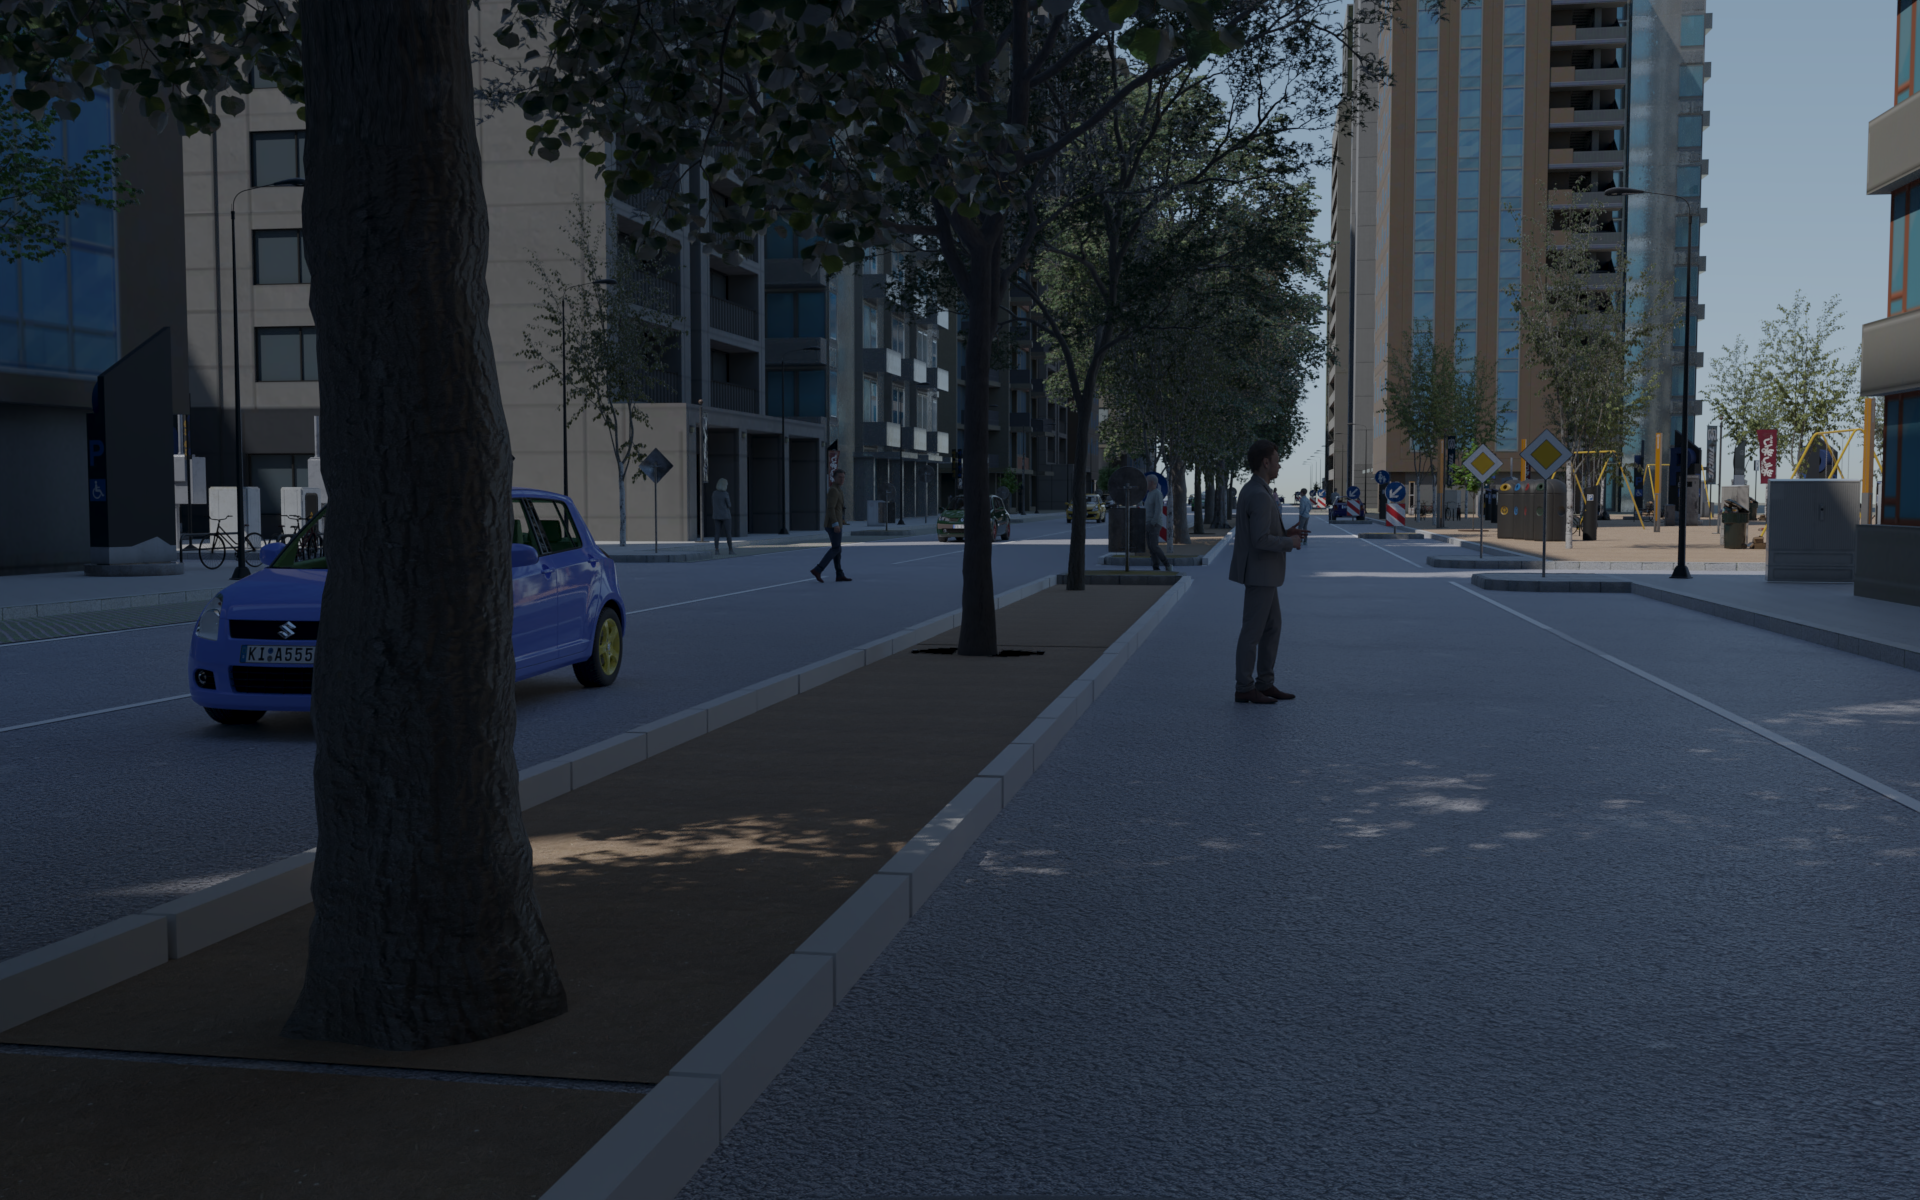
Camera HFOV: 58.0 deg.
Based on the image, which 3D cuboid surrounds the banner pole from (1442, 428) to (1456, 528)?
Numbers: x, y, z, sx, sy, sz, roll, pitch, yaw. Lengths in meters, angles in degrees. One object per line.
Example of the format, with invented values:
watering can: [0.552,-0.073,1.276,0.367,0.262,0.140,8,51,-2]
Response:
banner pole: [18.487,-4.621,65.576,0.401,3.779,0.863,-1,4,-22]

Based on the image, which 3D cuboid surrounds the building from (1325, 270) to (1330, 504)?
building: [53.967,-27.535,221.895,14.160,30.474,14.107,1,4,10]

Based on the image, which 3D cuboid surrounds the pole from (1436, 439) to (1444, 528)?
pole: [17.931,-4.333,64.682,0.158,3.312,0.155,0,3,0]

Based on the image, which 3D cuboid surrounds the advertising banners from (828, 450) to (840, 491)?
advertising banners: [-5.709,-4.455,69.032,2.074,3.025,0.090,-2,4,-28]

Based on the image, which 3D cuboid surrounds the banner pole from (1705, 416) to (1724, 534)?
banner pole: [24.274,-4.017,55.702,0.863,3.779,0.401,-2,4,-25]

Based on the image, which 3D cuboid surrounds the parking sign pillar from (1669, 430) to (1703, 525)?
parking sign pillar: [30.164,-5.111,72.043,1.447,3.967,1.447,-2,4,-26]

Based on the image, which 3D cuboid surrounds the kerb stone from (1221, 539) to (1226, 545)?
kerb stone: [6.977,-1.475,46.306,0.120,0.150,1.000,1,4,10]

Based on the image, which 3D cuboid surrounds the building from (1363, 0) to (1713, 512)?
building: [44.498,-31.568,135.748,23.786,49.044,30.456,1,4,10]

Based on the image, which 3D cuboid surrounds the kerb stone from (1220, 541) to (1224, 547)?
kerb stone: [6.619,-1.351,44.293,0.120,0.150,1.000,1,4,10]

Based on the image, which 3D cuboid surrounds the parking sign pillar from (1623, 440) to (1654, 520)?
parking sign pillar: [33.712,-5.964,85.981,1.447,3.967,1.447,1,4,21]

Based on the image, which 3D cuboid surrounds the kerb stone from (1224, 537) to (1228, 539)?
kerb stone: [7.341,-1.596,48.321,0.120,0.150,1.000,1,4,10]

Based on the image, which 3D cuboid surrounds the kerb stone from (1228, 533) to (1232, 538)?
kerb stone: [8.237,-1.906,53.355,0.120,0.150,1.000,1,4,10]

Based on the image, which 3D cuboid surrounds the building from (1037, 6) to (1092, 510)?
building: [0.971,-43.586,150.891,20.563,71.187,20.611,1,4,10]

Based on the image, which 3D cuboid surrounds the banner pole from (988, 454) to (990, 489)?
banner pole: [1.300,-6.477,95.921,0.863,3.779,0.401,-3,4,-37]

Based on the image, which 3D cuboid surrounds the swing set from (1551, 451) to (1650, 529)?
swing set: [23.039,-4.045,63.759,2.862,2.851,3.119,-1,4,-16]

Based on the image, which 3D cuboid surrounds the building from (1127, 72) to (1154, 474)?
building: [15.066,-42.570,238.024,21.231,58.520,28.212,1,4,10]

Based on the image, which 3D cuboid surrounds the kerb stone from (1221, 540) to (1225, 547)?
kerb stone: [6.798,-1.410,45.300,0.120,0.150,1.000,1,4,10]

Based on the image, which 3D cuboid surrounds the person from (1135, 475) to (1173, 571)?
person: [3.352,-1.281,29.933,0.515,1.767,0.782,-1,4,-13]

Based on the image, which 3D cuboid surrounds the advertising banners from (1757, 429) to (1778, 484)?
advertising banners: [22.317,-3.056,46.155,2.074,3.025,0.090,2,4,30]

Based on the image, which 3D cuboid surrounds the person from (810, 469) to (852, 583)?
person: [-2.056,-1.207,28.138,0.836,1.842,0.656,-3,4,-37]

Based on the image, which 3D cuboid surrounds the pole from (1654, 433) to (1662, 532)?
pole: [23.343,-3.919,57.917,0.158,3.312,0.155,0,3,0]

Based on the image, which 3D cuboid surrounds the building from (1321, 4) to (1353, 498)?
building: [63.751,-49.754,251.721,20.563,71.187,20.611,1,4,10]

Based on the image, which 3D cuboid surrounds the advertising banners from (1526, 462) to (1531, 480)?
advertising banners: [30.658,-5.830,91.509,2.074,3.025,0.090,3,4,37]

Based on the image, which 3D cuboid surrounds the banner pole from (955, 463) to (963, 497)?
banner pole: [-0.088,-7.480,112.309,0.863,3.779,0.401,-3,5,-43]

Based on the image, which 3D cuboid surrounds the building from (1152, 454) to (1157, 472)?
building: [22.129,-37.231,258.833,14.600,45.320,14.200,1,4,10]

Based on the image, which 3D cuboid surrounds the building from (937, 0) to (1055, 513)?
building: [-4.907,-28.932,127.660,22.147,44.769,28.867,1,4,10]

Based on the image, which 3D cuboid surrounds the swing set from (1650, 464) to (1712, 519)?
swing set: [37.403,-5.713,91.027,3.119,2.851,2.862,0,4,-1]

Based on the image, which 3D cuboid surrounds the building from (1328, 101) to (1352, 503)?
building: [54.613,-35.439,203.128,21.300,48.544,21.600,1,4,10]

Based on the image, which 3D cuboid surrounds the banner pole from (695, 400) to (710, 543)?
banner pole: [-6.827,-3.434,46.169,0.401,3.779,0.863,0,4,7]

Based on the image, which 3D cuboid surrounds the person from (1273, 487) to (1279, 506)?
person: [18.278,-5.611,100.250,0.388,1.821,0.555,2,4,32]

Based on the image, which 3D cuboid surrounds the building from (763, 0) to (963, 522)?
building: [-13.011,-28.809,90.641,23.786,49.044,30.456,1,4,10]

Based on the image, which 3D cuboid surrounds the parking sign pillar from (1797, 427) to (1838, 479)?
parking sign pillar: [33.702,-4.916,68.854,1.447,3.967,1.447,-3,5,-45]

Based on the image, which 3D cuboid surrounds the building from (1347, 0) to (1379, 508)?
building: [48.005,-38.115,165.181,21.231,58.520,28.212,1,4,10]

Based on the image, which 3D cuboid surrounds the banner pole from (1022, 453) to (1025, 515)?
banner pole: [3.856,-7.060,105.452,0.401,3.779,0.863,0,4,-8]

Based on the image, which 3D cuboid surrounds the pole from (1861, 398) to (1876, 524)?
pole: [19.360,-2.635,36.931,0.158,3.312,0.155,0,3,0]

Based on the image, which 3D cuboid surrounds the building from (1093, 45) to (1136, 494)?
building: [6.766,-38.014,210.762,28.713,52.752,27.495,1,4,10]

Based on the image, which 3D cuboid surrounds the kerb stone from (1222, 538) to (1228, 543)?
kerb stone: [7.166,-1.535,47.314,0.120,0.150,1.000,1,4,10]

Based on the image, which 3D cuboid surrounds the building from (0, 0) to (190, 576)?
building: [-21.987,-22.883,24.251,14.200,45.320,14.600,1,4,10]

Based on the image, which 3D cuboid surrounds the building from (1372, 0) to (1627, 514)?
building: [35.167,-28.426,114.882,14.600,45.320,14.200,1,4,10]

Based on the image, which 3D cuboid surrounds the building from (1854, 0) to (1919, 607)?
building: [22.382,-9.761,4.631,27.650,21.520,28.899,1,4,10]

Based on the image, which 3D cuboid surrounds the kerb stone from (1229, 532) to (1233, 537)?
kerb stone: [8.413,-1.962,54.367,0.120,0.150,1.000,1,4,10]

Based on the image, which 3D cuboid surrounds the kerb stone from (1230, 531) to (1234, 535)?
kerb stone: [8.594,-2.025,55.377,0.120,0.150,1.000,1,4,10]

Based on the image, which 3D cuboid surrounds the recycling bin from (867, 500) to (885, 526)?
recycling bin: [-3.334,-3.444,68.869,0.722,1.027,0.722,0,4,-3]

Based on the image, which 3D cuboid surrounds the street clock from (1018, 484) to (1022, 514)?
street clock: [3.921,-6.593,112.358,0.358,2.002,0.471,0,4,-5]

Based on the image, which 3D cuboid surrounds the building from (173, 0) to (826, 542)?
building: [-15.588,-37.809,56.427,20.563,71.187,20.611,1,4,10]

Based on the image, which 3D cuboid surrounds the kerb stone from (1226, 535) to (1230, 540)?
kerb stone: [7.687,-1.721,50.338,0.120,0.150,1.000,1,4,10]

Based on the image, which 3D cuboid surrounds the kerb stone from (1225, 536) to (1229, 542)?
kerb stone: [7.517,-1.658,49.331,0.120,0.150,1.000,1,4,10]

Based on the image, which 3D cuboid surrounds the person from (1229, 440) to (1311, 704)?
person: [2.145,-0.194,11.877,0.583,1.804,0.606,0,4,-2]

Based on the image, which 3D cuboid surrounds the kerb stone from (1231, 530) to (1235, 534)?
kerb stone: [8.948,-2.153,57.390,0.120,0.150,1.000,1,4,10]

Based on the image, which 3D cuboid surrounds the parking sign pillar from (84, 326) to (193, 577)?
parking sign pillar: [-13.121,-2.382,27.419,1.447,3.967,1.447,2,4,23]

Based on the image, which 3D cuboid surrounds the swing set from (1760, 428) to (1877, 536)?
swing set: [21.531,-2.742,42.460,2.862,2.851,3.119,1,4,9]

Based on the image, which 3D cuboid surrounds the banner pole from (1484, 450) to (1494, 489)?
banner pole: [29.879,-6.606,98.020,0.863,3.779,0.401,2,4,30]

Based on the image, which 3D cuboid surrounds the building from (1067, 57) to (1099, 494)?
building: [6.003,-31.702,168.433,14.600,45.320,14.200,1,4,10]

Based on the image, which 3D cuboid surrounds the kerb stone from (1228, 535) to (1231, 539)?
kerb stone: [7.876,-1.778,51.343,0.120,0.150,1.000,1,4,10]

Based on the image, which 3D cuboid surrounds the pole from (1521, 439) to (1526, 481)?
pole: [20.941,-4.316,64.406,0.158,3.312,0.155,0,3,0]
